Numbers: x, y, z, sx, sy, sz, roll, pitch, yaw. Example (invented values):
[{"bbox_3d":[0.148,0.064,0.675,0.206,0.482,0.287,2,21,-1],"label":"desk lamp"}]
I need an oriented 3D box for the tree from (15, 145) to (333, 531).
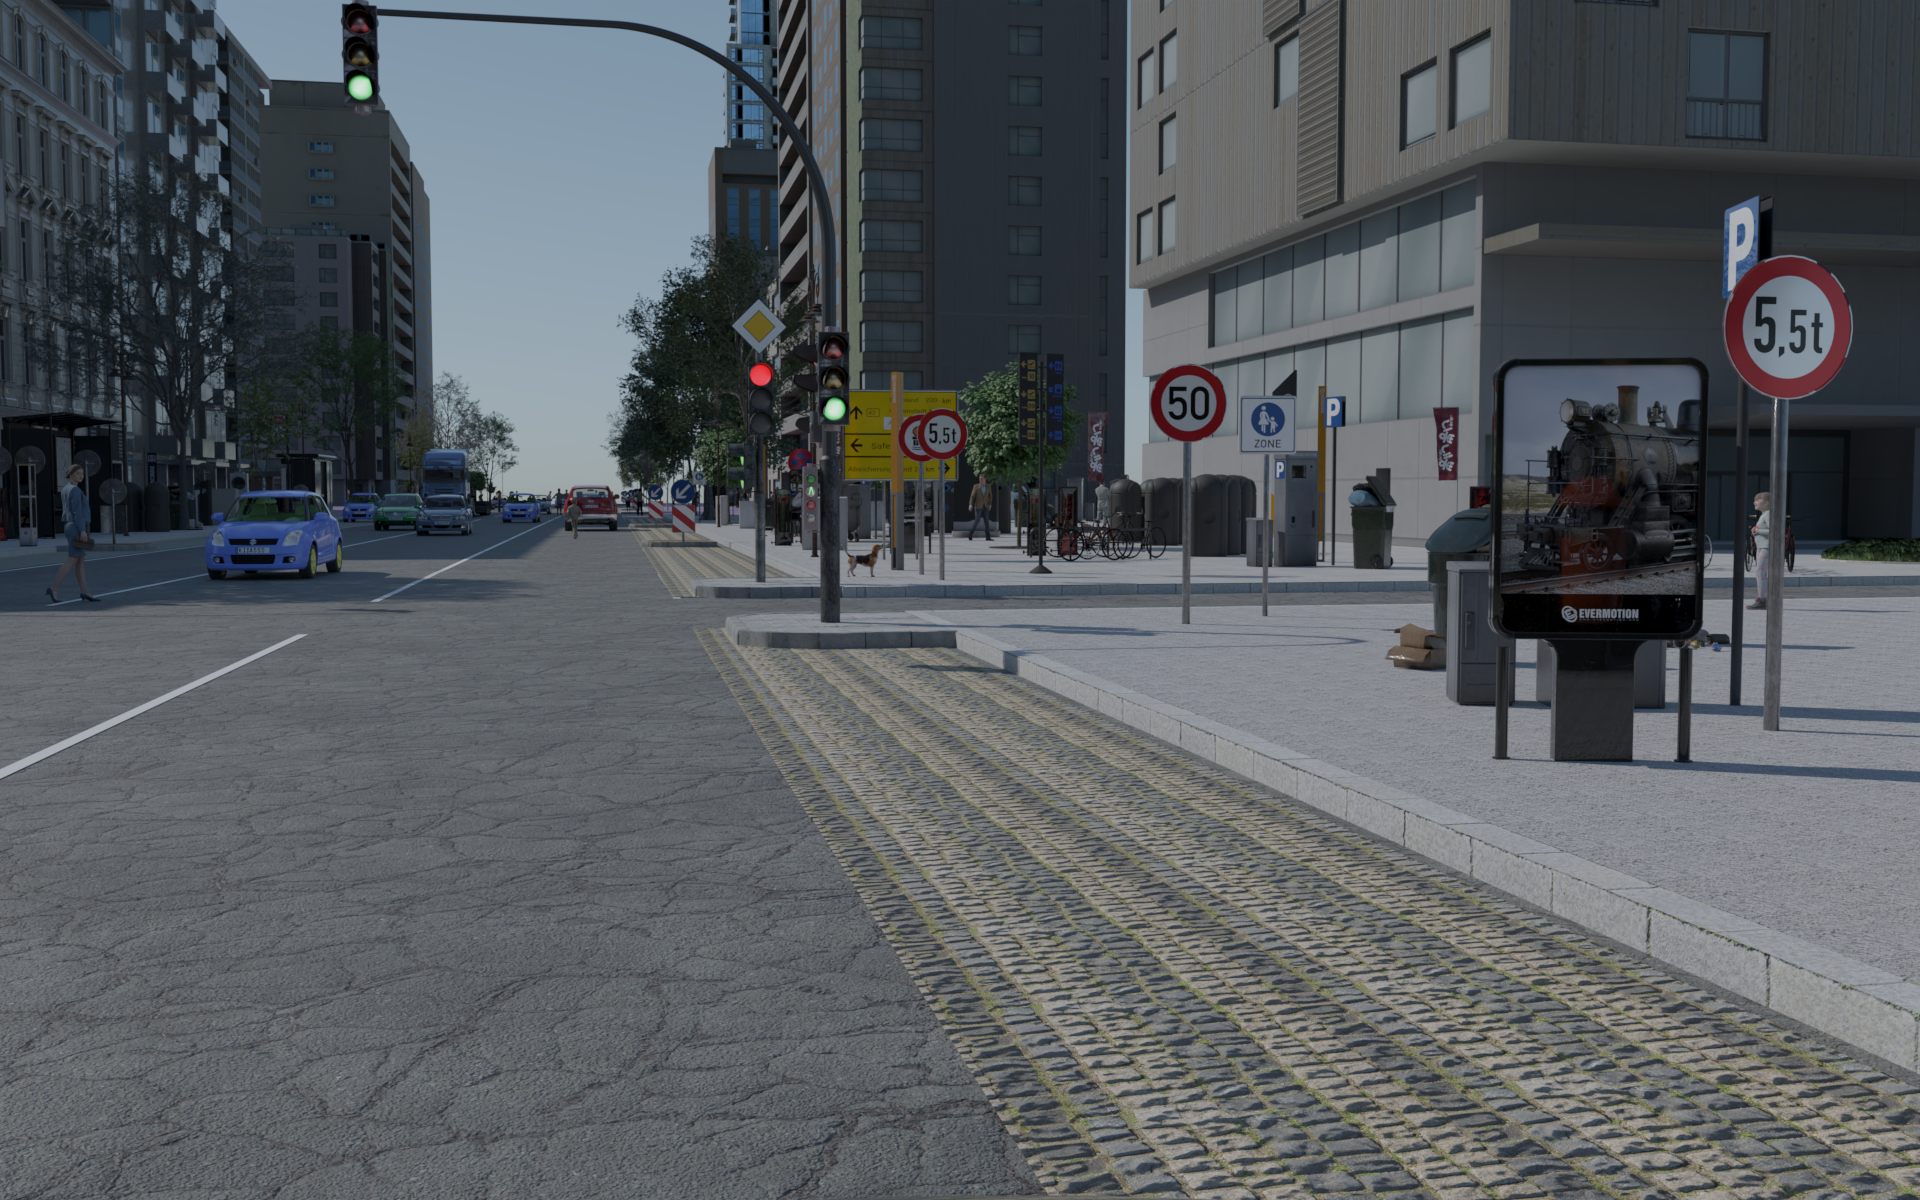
[{"bbox_3d":[-27.643,-9.229,61.261,12.009,13.543,11.850,0,3,0],"label":"tree"}]

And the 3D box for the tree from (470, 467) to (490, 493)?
[{"bbox_3d":[-57.453,-13.593,205.964,4.285,4.588,4.351,0,3,0],"label":"tree"}]

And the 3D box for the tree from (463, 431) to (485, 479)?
[{"bbox_3d":[-53.021,-14.391,185.656,4.360,8.622,3.978,0,3,0],"label":"tree"}]

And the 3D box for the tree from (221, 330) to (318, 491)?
[{"bbox_3d":[-31.433,-7.825,78.306,4.737,8.622,4.395,0,3,0],"label":"tree"}]

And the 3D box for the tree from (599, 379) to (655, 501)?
[{"bbox_3d":[-33.199,-16.746,184.174,12.009,13.543,11.850,0,3,0],"label":"tree"}]

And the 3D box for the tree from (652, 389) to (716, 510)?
[{"bbox_3d":[-13.682,-8.787,94.033,4.360,8.622,3.978,0,3,0],"label":"tree"}]

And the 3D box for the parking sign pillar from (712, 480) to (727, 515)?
[{"bbox_3d":[-13.860,-6.708,98.152,1.447,3.967,1.447,-3,5,-45],"label":"parking sign pillar"}]

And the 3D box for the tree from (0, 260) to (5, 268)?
[{"bbox_3d":[-22.146,-7.563,30.309,9.857,13.997,8.962,0,3,0],"label":"tree"}]

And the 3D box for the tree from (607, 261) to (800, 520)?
[{"bbox_3d":[-12.524,-10.283,85.142,9.611,12.733,9.660,0,3,0],"label":"tree"}]

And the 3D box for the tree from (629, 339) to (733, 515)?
[{"bbox_3d":[-16.154,-10.930,104.458,9.928,11.665,9.643,0,3,0],"label":"tree"}]

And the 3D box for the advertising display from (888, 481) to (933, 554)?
[{"bbox_3d":[-1.068,-1.963,37.313,0.974,1.923,0.123,-1,4,-12],"label":"advertising display"}]

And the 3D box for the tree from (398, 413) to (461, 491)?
[{"bbox_3d":[-47.276,-12.413,153.319,4.360,8.622,3.978,0,3,0],"label":"tree"}]

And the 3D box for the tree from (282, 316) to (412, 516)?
[{"bbox_3d":[-36.172,-10.805,102.414,9.928,11.665,9.643,0,3,0],"label":"tree"}]

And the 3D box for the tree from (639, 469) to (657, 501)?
[{"bbox_3d":[-38.758,-14.284,217.260,4.285,4.588,4.351,0,3,0],"label":"tree"}]

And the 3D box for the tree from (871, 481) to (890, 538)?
[{"bbox_3d":[-2.155,-3.475,51.420,1.663,3.219,1.824,0,3,0],"label":"tree"}]

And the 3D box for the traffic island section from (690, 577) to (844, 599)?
[{"bbox_3d":[-2.876,-0.177,25.183,2.009,0.180,2.903,-1,4,-11],"label":"traffic island section"}]

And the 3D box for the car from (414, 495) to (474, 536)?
[{"bbox_3d":[-18.187,-3.007,61.160,2.014,1.417,4.499,-1,4,-13],"label":"car"}]

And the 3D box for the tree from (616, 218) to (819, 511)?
[{"bbox_3d":[-7.066,-7.602,58.709,7.601,10.594,8.767,3,4,36],"label":"tree"}]

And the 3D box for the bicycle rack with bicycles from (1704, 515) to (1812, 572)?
[{"bbox_3d":[12.988,-0.961,29.087,2.852,0.926,2.925,3,5,40],"label":"bicycle rack with bicycles"}]

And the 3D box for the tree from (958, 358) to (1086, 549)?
[{"bbox_3d":[1.335,-3.505,41.016,4.285,4.588,4.351,0,3,0],"label":"tree"}]

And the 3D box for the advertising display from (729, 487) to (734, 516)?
[{"bbox_3d":[-13.495,-5.785,99.804,0.974,1.923,0.123,-1,4,-20],"label":"advertising display"}]

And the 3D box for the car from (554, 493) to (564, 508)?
[{"bbox_3d":[-41.629,-10.532,181.795,1.945,1.707,3.694,-1,4,-10],"label":"car"}]

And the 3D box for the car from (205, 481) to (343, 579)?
[{"bbox_3d":[-11.962,-1.266,30.297,1.945,1.707,3.694,-1,4,-10],"label":"car"}]

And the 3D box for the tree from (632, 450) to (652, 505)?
[{"bbox_3d":[-23.182,-11.449,137.552,4.360,8.622,3.978,0,3,0],"label":"tree"}]

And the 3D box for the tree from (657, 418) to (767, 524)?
[{"bbox_3d":[-9.960,-5.583,75.002,4.285,4.588,4.351,0,3,0],"label":"tree"}]

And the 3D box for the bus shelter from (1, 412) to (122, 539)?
[{"bbox_3d":[-26.999,-3.734,52.334,1.731,3.624,6.357,-1,4,-11],"label":"bus shelter"}]

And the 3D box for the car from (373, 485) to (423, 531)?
[{"bbox_3d":[-22.366,-3.703,69.338,1.959,1.807,4.718,-1,4,-12],"label":"car"}]

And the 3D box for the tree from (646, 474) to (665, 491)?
[{"bbox_3d":[-28.877,-10.328,163.456,1.663,3.219,1.824,0,3,0],"label":"tree"}]

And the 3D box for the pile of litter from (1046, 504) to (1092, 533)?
[{"bbox_3d":[3.908,-2.663,57.500,1.719,0.858,1.176,-2,4,-27],"label":"pile of litter"}]

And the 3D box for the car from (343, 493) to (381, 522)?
[{"bbox_3d":[-30.398,-4.816,88.334,1.945,1.707,3.694,-1,4,-11],"label":"car"}]

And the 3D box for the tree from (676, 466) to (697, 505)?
[{"bbox_3d":[-18.465,-7.533,117.773,1.663,3.219,1.824,0,3,0],"label":"tree"}]

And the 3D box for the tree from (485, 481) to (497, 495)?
[{"bbox_3d":[-61.206,-14.175,226.358,1.663,3.219,1.824,0,3,0],"label":"tree"}]

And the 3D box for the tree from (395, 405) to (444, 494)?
[{"bbox_3d":[-44.207,-11.665,141.085,4.737,8.622,4.395,0,3,0],"label":"tree"}]

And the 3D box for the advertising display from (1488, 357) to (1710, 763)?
[{"bbox_3d":[3.042,-0.188,8.291,0.974,1.923,0.123,0,4,6],"label":"advertising display"}]

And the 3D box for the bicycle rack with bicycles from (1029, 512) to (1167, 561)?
[{"bbox_3d":[2.783,-1.283,34.355,2.925,0.926,2.852,-1,4,-22],"label":"bicycle rack with bicycles"}]

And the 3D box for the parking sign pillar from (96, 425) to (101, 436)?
[{"bbox_3d":[-33.486,-4.812,67.141,1.447,3.967,1.447,-2,4,-27],"label":"parking sign pillar"}]

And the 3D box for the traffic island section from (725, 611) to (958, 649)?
[{"bbox_3d":[-1.287,0.301,17.357,2.009,0.180,2.903,-1,4,-11],"label":"traffic island section"}]

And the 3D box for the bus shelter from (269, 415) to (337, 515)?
[{"bbox_3d":[-34.417,-6.908,90.575,2.179,5.291,8.768,-1,4,-11],"label":"bus shelter"}]

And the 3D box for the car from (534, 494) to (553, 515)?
[{"bbox_3d":[-29.877,-6.771,122.704,2.014,1.417,4.499,-1,4,-12],"label":"car"}]

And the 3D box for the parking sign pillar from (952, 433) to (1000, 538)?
[{"bbox_3d":[0.481,-3.859,51.560,1.447,3.967,1.447,1,4,9],"label":"parking sign pillar"}]

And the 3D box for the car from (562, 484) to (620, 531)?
[{"bbox_3d":[-14.643,-3.671,68.700,2.281,1.827,5.304,-1,4,-12],"label":"car"}]

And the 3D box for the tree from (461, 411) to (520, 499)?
[{"bbox_3d":[-58.564,-17.698,215.115,9.928,11.665,9.643,0,3,0],"label":"tree"}]

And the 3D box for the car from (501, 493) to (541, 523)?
[{"bbox_3d":[-22.162,-4.768,87.540,1.945,1.707,3.694,-1,4,-10],"label":"car"}]

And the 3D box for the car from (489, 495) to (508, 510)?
[{"bbox_3d":[-41.653,-8.834,157.016,1.945,1.354,3.894,-1,4,-11],"label":"car"}]

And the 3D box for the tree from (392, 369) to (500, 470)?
[{"bbox_3d":[-50.368,-15.879,169.996,12.009,13.543,11.850,0,3,0],"label":"tree"}]

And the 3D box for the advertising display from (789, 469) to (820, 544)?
[{"bbox_3d":[-3.960,-2.420,44.785,0.974,1.923,0.123,1,4,23],"label":"advertising display"}]
